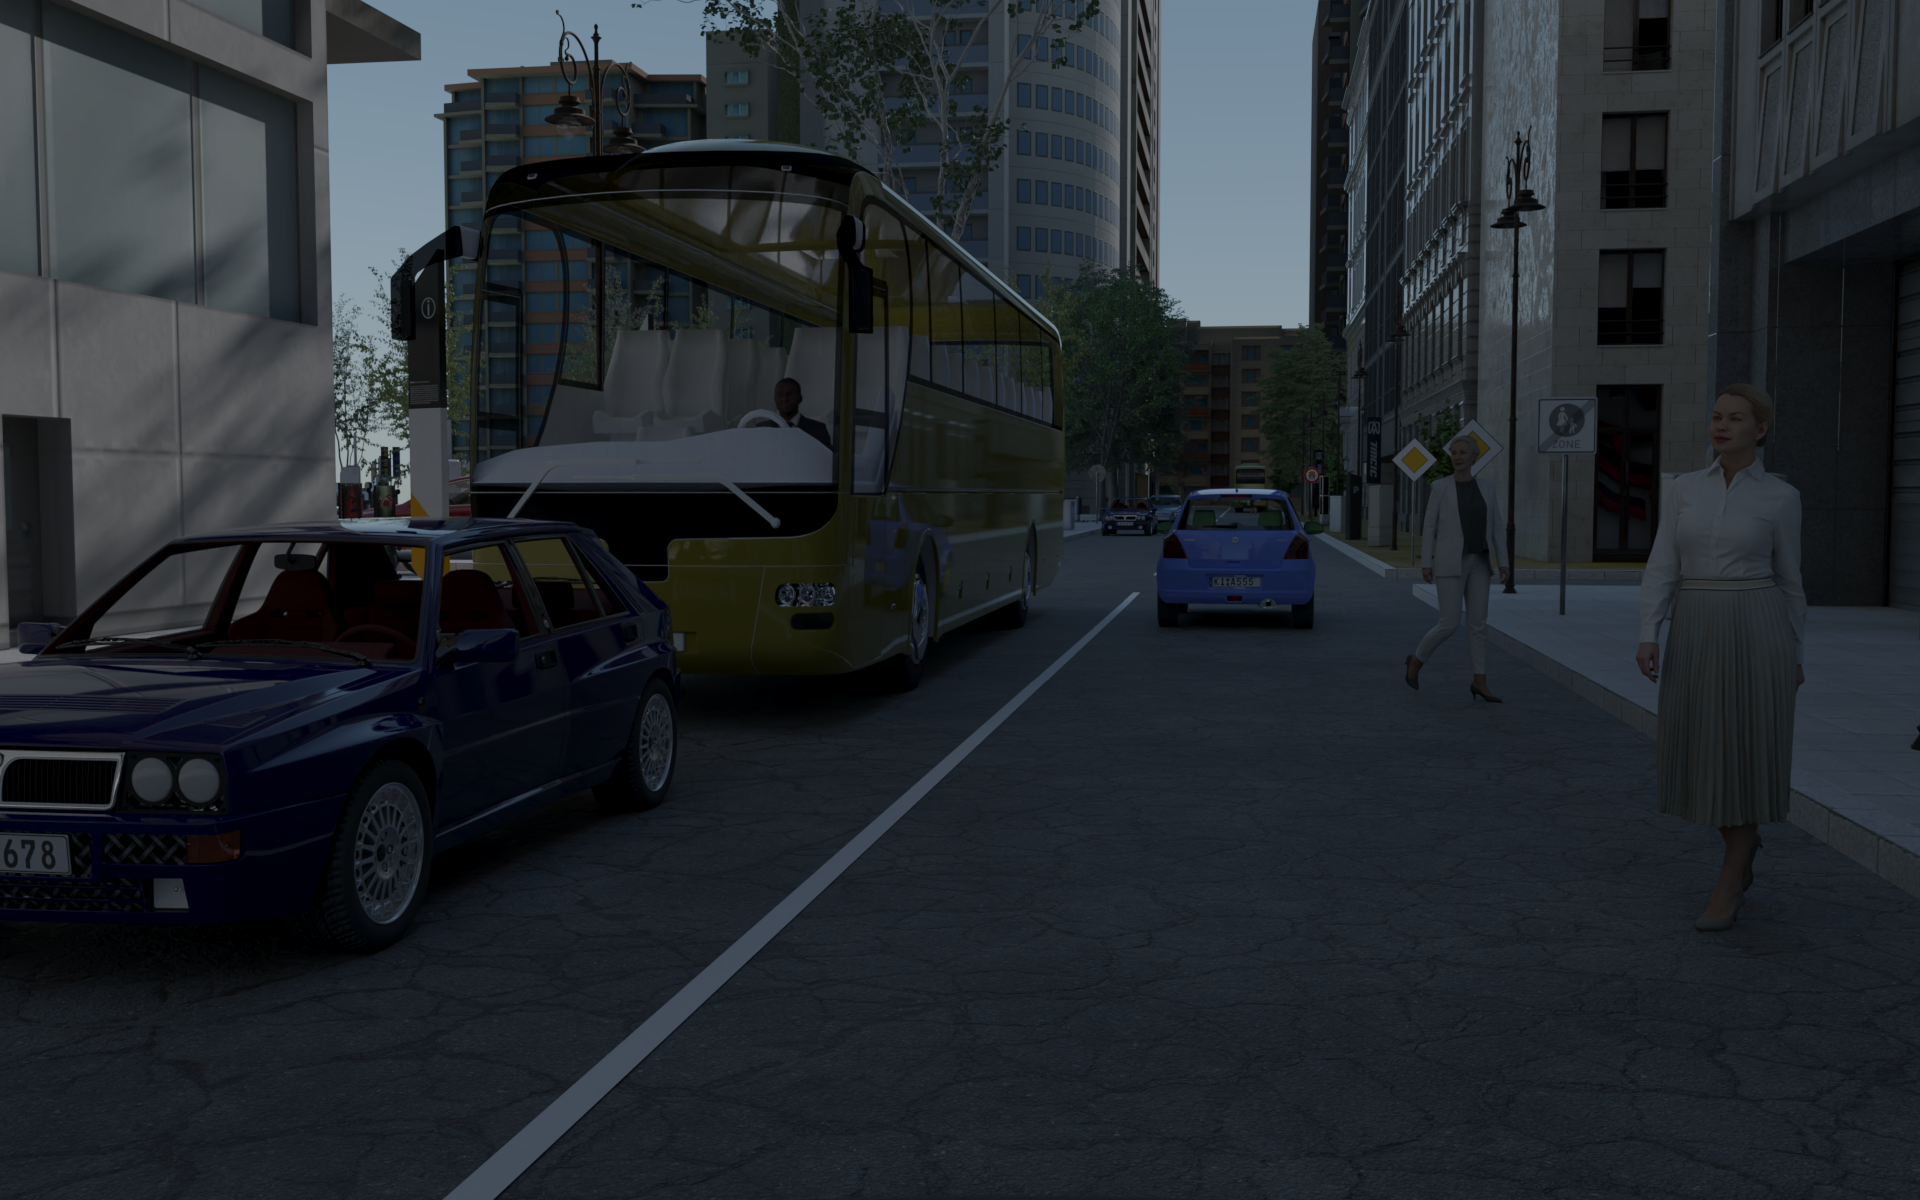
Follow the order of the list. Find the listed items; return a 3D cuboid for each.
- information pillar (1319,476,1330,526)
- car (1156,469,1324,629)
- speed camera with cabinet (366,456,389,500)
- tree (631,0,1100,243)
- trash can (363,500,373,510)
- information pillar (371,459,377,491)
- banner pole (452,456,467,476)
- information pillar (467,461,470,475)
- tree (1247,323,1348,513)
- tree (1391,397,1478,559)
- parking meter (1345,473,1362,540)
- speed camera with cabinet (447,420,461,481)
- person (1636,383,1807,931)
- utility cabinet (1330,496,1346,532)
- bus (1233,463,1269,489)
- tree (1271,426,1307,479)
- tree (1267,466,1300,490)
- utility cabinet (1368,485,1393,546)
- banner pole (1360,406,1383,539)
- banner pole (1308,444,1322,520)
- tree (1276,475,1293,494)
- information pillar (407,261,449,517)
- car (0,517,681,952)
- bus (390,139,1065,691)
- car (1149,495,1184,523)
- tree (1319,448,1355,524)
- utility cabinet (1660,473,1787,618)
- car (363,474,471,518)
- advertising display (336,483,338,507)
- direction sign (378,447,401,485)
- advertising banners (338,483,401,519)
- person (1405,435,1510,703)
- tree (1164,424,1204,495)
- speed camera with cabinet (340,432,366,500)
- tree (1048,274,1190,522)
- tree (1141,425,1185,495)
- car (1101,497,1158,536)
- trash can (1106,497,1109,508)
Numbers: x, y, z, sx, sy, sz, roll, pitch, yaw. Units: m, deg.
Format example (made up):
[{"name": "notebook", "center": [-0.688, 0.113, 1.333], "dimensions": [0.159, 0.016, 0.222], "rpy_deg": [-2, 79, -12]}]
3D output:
[{"name": "information pillar", "center": [14.721, -4.002, 69.931], "dimensions": [0.304, 2.012, 0.304], "rpy_deg": [-1, 4, -10]}, {"name": "car", "center": [3.191, -0.628, 19.861], "dimensions": [1.945, 1.707, 3.694], "rpy_deg": [1, 4, 10]}, {"name": "speed camera with cabinet", "center": [-30.381, -5.780, 88.845], "dimensions": [2.038, 3.252, 0.660], "rpy_deg": [-2, 4, -32]}, {"name": "tree", "center": [-1.831, -11.364, 41.696], "dimensions": [12.611, 20.169, 13.585], "rpy_deg": [0, 3, 0]}, {"name": "trash can", "center": [-14.599, -1.853, 41.948], "dimensions": [0.748, 1.137, 0.748], "rpy_deg": [0, 3, 0]}, {"name": "information pillar", "center": [-38.736, -7.534, 114.540], "dimensions": [0.504, 3.616, 0.183], "rpy_deg": [2, 4, 31]}, {"name": "banner pole", "center": [-30.744, -7.065, 105.526], "dimensions": [0.863, 3.779, 0.401], "rpy_deg": [0, 4, 5]}, {"name": "information pillar", "center": [-31.995, -7.448, 113.128], "dimensions": [0.504, 3.616, 0.183], "rpy_deg": [3, 4, 39]}, {"name": "tree", "center": [22.887, -12.014, 114.557], "dimensions": [7.486, 12.596, 7.792], "rpy_deg": [0, 3, 0]}, {"name": "tree", "center": [9.734, -2.439, 34.486], "dimensions": [1.663, 3.219, 1.824], "rpy_deg": [0, 3, 0]}, {"name": "parking meter", "center": [11.009, -2.613, 48.432], "dimensions": [0.399, 1.863, 0.255], "rpy_deg": [-1, 4, -20]}, {"name": "speed camera with cabinet", "center": [-13.463, -3.218, 46.951], "dimensions": [0.660, 3.252, 2.038], "rpy_deg": [2, 4, 28]}, {"name": "person", "center": [2.614, 0.175, 5.872], "dimensions": [0.641, 1.798, 0.478], "rpy_deg": [-3, 5, -43]}, {"name": "utility cabinet", "center": [12.896, -2.917, 58.861], "dimensions": [0.306, 1.237, 1.020], "rpy_deg": [-1, 4, -9]}, {"name": "bus", "center": [23.128, -8.946, 137.820], "dimensions": [2.896, 3.916, 12.252], "rpy_deg": [1, 4, 10]}, {"name": "tree", "center": [34.454, -14.141, 181.567], "dimensions": [4.737, 8.622, 4.395], "rpy_deg": [0, 3, 0]}, {"name": "tree", "center": [32.591, -11.674, 174.583], "dimensions": [4.285, 4.588, 4.351], "rpy_deg": [0, 3, 0]}, {"name": "utility cabinet", "center": [10.360, -2.072, 42.557], "dimensions": [0.318, 1.500, 1.173], "rpy_deg": [2, 4, 33]}, {"name": "banner pole", "center": [11.672, -3.636, 49.474], "dimensions": [0.863, 3.779, 0.401], "rpy_deg": [-1, 4, -16]}, {"name": "banner pole", "center": [17.695, -5.868, 85.965], "dimensions": [0.863, 3.779, 0.401], "rpy_deg": [-1, 4, -15]}, {"name": "tree", "center": [30.269, -10.125, 160.141], "dimensions": [1.663, 3.219, 1.824], "rpy_deg": [0, 3, 0]}, {"name": "information pillar", "center": [-5.141, -1.555, 16.781], "dimensions": [0.504, 3.616, 0.183], "rpy_deg": [2, 4, 34]}, {"name": "car", "center": [-2.430, 0.356, 6.754], "dimensions": [1.945, 1.354, 3.894], "rpy_deg": [1, 4, 10]}, {"name": "bus", "center": [-0.928, -1.493, 15.966], "dimensions": [2.896, 3.916, 12.252], "rpy_deg": [1, 4, 10]}, {"name": "car", "center": [8.576, -3.686, 72.262], "dimensions": [2.014, 1.417, 4.499], "rpy_deg": [1, 4, 10]}, {"name": "tree", "center": [15.855, -4.824, 73.477], "dimensions": [1.663, 3.219, 1.824], "rpy_deg": [0, 3, 0]}, {"name": "utility cabinet", "center": [7.800, -0.553, 17.714], "dimensions": [1.173, 1.500, 0.318], "rpy_deg": [0, 4, -3]}, {"name": "car", "center": [-8.206, -1.308, 30.067], "dimensions": [5.304, 1.827, 2.281], "rpy_deg": [1, 4, 10]}, {"name": "advertising display", "center": [-34.300, -5.571, 96.296], "dimensions": [0.974, 1.923, 0.123], "rpy_deg": [-2, 4, -28]}, {"name": "direction sign", "center": [-27.201, -5.553, 82.795], "dimensions": [0.876, 3.537, 0.379], "rpy_deg": [-1, 4, -17]}, {"name": "advertising banners", "center": [-8.530, -1.718, 24.278], "dimensions": [0.090, 3.025, 2.074], "rpy_deg": [1, 4, 19]}, {"name": "person", "center": [3.487, -0.232, 12.167], "dimensions": [0.514, 1.842, 0.818], "rpy_deg": [-2, 4, -29]}, {"name": "tree", "center": [22.875, -13.936, 178.209], "dimensions": [4.360, 8.622, 3.978], "rpy_deg": [0, 3, 0]}, {"name": "speed camera with cabinet", "center": [-19.756, -3.781, 56.162], "dimensions": [0.660, 3.252, 2.038], "rpy_deg": [-1, 4, -17]}, {"name": "tree", "center": [6.868, -9.494, 80.976], "dimensions": [9.928, 11.665, 9.643], "rpy_deg": [0, 3, 0]}, {"name": "tree", "center": [14.982, -11.081, 131.538], "dimensions": [4.737, 8.622, 4.395], "rpy_deg": [0, 3, 0]}, {"name": "car", "center": [5.953, -2.936, 60.588], "dimensions": [1.945, 1.354, 3.894], "rpy_deg": [1, 4, 11]}, {"name": "trash can", "center": [8.379, -5.331, 98.811], "dimensions": [0.748, 1.137, 0.748], "rpy_deg": [0, 3, 0]}]
